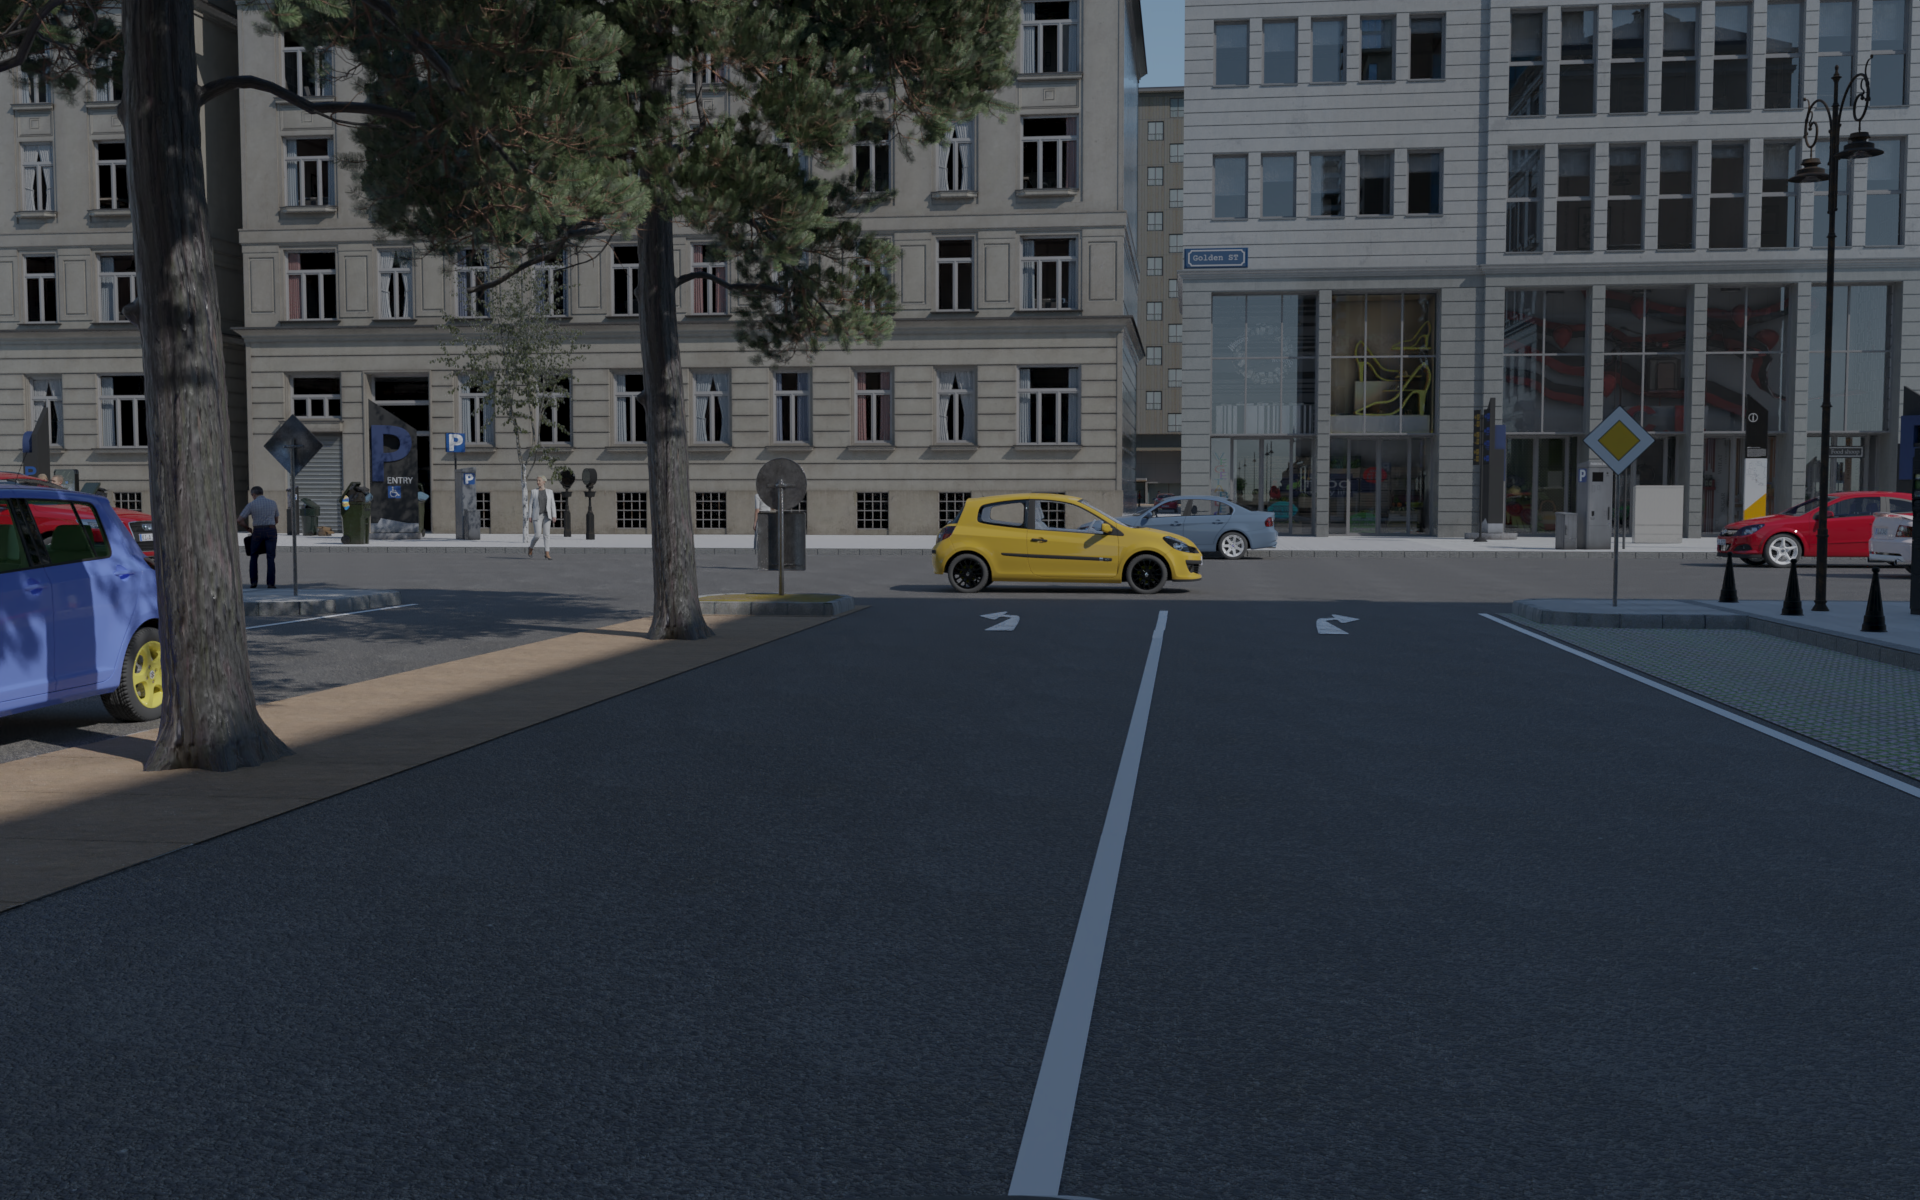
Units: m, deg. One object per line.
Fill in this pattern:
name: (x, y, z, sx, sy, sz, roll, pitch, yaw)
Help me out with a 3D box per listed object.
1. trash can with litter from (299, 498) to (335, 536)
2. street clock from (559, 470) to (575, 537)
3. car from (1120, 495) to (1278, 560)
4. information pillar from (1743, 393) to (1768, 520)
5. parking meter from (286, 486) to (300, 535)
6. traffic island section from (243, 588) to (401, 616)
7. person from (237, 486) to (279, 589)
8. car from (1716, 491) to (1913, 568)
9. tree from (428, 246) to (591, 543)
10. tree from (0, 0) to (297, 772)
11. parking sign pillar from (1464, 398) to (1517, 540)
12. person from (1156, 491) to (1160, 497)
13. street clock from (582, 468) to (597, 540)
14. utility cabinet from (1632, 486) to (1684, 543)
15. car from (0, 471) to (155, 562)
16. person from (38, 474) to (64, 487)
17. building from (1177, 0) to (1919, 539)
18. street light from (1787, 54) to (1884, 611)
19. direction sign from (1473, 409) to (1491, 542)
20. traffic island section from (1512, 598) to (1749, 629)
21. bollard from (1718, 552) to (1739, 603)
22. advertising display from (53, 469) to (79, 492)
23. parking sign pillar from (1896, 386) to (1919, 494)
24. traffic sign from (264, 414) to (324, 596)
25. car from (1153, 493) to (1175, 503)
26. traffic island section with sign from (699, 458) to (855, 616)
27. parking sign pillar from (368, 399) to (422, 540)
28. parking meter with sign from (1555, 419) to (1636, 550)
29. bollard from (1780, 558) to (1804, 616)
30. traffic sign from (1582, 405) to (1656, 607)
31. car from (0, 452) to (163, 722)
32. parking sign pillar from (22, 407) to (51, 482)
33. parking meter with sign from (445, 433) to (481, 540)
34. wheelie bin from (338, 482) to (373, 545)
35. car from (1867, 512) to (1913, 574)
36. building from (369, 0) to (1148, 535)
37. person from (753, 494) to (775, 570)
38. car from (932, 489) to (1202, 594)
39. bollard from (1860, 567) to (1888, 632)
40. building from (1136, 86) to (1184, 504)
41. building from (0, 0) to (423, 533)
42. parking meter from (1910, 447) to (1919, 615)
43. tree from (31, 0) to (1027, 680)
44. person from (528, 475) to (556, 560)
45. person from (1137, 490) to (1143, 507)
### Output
trash can with litter: (-19.668, -2.547, 53.033, 1.055, 1.170, 0.624, 1, 4, 14)
street clock: (-11.724, -2.881, 51.675, 0.471, 2.002, 0.358, -2, 4, -27)
car: (4.812, -1.630, 38.651, 4.499, 1.417, 2.014, 0, 4, 8)
information pillar: (18.529, -2.998, 40.371, 0.504, 3.616, 0.183, 0, 4, 7)
parking meter: (-20.867, -2.798, 54.162, 0.372, 1.533, 0.369, 0, 3, 0)
traffic island section: (-8.411, 0.025, 21.874, 2.009, 0.180, 2.903, 0, 4, 8)
person: (-10.612, -0.947, 26.201, 0.614, 1.554, 0.590, -2, 4, -33)
car: (17.300, -1.533, 34.107, 4.494, 1.783, 2.155, 0, 4, 7)
tree: (-11.477, -5.794, 45.102, 4.360, 8.622, 3.978, 0, 3, 0)
tree: (-4.153, -6.064, 9.020, 7.806, 13.903, 7.818, 0, 3, 0)
parking sign pillar: (15.065, -3.705, 49.057, 1.447, 3.967, 1.447, 0, 4, 6)
person: (20.097, -10.090, 173.995, 0.750, 1.759, 0.617, 0, 4, -6)
street clock: (-10.364, -2.687, 48.506, 0.358, 2.002, 0.471, -3, 5, -42)
utility cabinet: (18.088, -2.216, 44.915, 1.173, 1.500, 0.318, 1, 4, 10)
car: (-15.590, -1.188, 28.093, 5.304, 1.827, 2.281, 0, 4, 7)
person: (-17.977, -1.575, 34.223, 0.580, 1.828, 0.573, -2, 4, -35)
building: (21.941, -16.947, 54.582, 29.804, 29.767, 11.434, 0, 4, 8)
street light: (9.443, -2.816, 18.832, 0.468, 5.910, 1.993, 0, 4, 8)
direction sign: (13.972, -3.328, 46.410, 0.379, 3.537, 0.876, -1, 4, -12)
traffic island section: (7.491, 0.154, 19.767, 2.009, 0.180, 2.903, 0, 4, 8)
bollard: (9.111, -0.274, 20.515, 0.229, 0.601, 0.229, 0, 3, 0)
advertising display: (-23.129, -2.425, 44.866, 0.974, 1.923, 0.123, 2, 4, 33)
parking sign pillar: (23.823, -3.312, 42.618, 1.447, 3.967, 1.447, -3, 5, -41)
traffic sign: (-8.387, -1.111, 21.809, 0.795, 2.450, 0.064, 0, 4, 8)
car: (16.000, -7.662, 134.308, 2.155, 1.783, 4.494, 1, 4, 9)
traffic island section with sign: (-2.344, -0.806, 21.308, 2.006, 1.907, 1.989, 0, 4, 8)
parking sign pillar: (-16.057, -3.708, 49.101, 1.447, 3.967, 1.447, -1, 4, -19)
parking meter with sign: (14.657, -2.678, 40.041, 1.738, 3.016, 0.543, -1, 4, -14)
bollard: (8.817, -0.140, 18.332, 0.229, 0.601, 0.229, 0, 3, 0)
traffic sign: (7.466, -0.982, 19.692, 0.795, 2.450, 0.064, 0, 4, 8)
car: (-6.047, -0.008, 9.729, 1.945, 1.707, 3.694, 0, 4, 6)
parking sign pillar: (-28.352, -3.958, 53.192, 1.447, 3.967, 1.447, -1, 4, -13)
parking meter with sign: (-13.977, -3.219, 48.892, 0.543, 3.016, 1.738, -2, 4, -33)
wheelie bin: (-15.435, -2.226, 44.303, 0.693, 1.594, 0.980, 0, 4, 1)
car: (18.100, -1.041, 29.386, 4.827, 1.381, 2.083, 0, 4, 7)
building: (-8.197, -13.945, 61.278, 30.059, 22.955, 16.112, 0, 4, 8)
person: (-3.752, -1.459, 32.917, 0.480, 1.755, 0.524, -3, 5, -41)
car: (1.583, -0.943, 25.643, 3.980, 1.641, 2.015, 0, 4, 7)
bollard: (8.532, -0.007, 16.151, 0.229, 0.601, 0.229, 0, 3, 0)
building: (25.419, -38.806, 223.709, 27.495, 52.752, 28.713, 0, 4, 8)
building: (-38.294, -14.174, 65.031, 30.059, 22.955, 16.112, 0, 4, 8)
parking meter: (10.309, -0.772, 18.341, 0.399, 1.863, 0.255, -1, 4, -21)
tree: (-2.978, -6.553, 17.014, 7.806, 13.903, 7.818, 0, 3, 0)
person: (-9.192, -1.809, 37.963, 0.514, 1.842, 0.818, -3, 5, -42)
person: (19.738, -11.120, 190.271, 0.705, 1.831, 1.348, 2, 4, 26)
